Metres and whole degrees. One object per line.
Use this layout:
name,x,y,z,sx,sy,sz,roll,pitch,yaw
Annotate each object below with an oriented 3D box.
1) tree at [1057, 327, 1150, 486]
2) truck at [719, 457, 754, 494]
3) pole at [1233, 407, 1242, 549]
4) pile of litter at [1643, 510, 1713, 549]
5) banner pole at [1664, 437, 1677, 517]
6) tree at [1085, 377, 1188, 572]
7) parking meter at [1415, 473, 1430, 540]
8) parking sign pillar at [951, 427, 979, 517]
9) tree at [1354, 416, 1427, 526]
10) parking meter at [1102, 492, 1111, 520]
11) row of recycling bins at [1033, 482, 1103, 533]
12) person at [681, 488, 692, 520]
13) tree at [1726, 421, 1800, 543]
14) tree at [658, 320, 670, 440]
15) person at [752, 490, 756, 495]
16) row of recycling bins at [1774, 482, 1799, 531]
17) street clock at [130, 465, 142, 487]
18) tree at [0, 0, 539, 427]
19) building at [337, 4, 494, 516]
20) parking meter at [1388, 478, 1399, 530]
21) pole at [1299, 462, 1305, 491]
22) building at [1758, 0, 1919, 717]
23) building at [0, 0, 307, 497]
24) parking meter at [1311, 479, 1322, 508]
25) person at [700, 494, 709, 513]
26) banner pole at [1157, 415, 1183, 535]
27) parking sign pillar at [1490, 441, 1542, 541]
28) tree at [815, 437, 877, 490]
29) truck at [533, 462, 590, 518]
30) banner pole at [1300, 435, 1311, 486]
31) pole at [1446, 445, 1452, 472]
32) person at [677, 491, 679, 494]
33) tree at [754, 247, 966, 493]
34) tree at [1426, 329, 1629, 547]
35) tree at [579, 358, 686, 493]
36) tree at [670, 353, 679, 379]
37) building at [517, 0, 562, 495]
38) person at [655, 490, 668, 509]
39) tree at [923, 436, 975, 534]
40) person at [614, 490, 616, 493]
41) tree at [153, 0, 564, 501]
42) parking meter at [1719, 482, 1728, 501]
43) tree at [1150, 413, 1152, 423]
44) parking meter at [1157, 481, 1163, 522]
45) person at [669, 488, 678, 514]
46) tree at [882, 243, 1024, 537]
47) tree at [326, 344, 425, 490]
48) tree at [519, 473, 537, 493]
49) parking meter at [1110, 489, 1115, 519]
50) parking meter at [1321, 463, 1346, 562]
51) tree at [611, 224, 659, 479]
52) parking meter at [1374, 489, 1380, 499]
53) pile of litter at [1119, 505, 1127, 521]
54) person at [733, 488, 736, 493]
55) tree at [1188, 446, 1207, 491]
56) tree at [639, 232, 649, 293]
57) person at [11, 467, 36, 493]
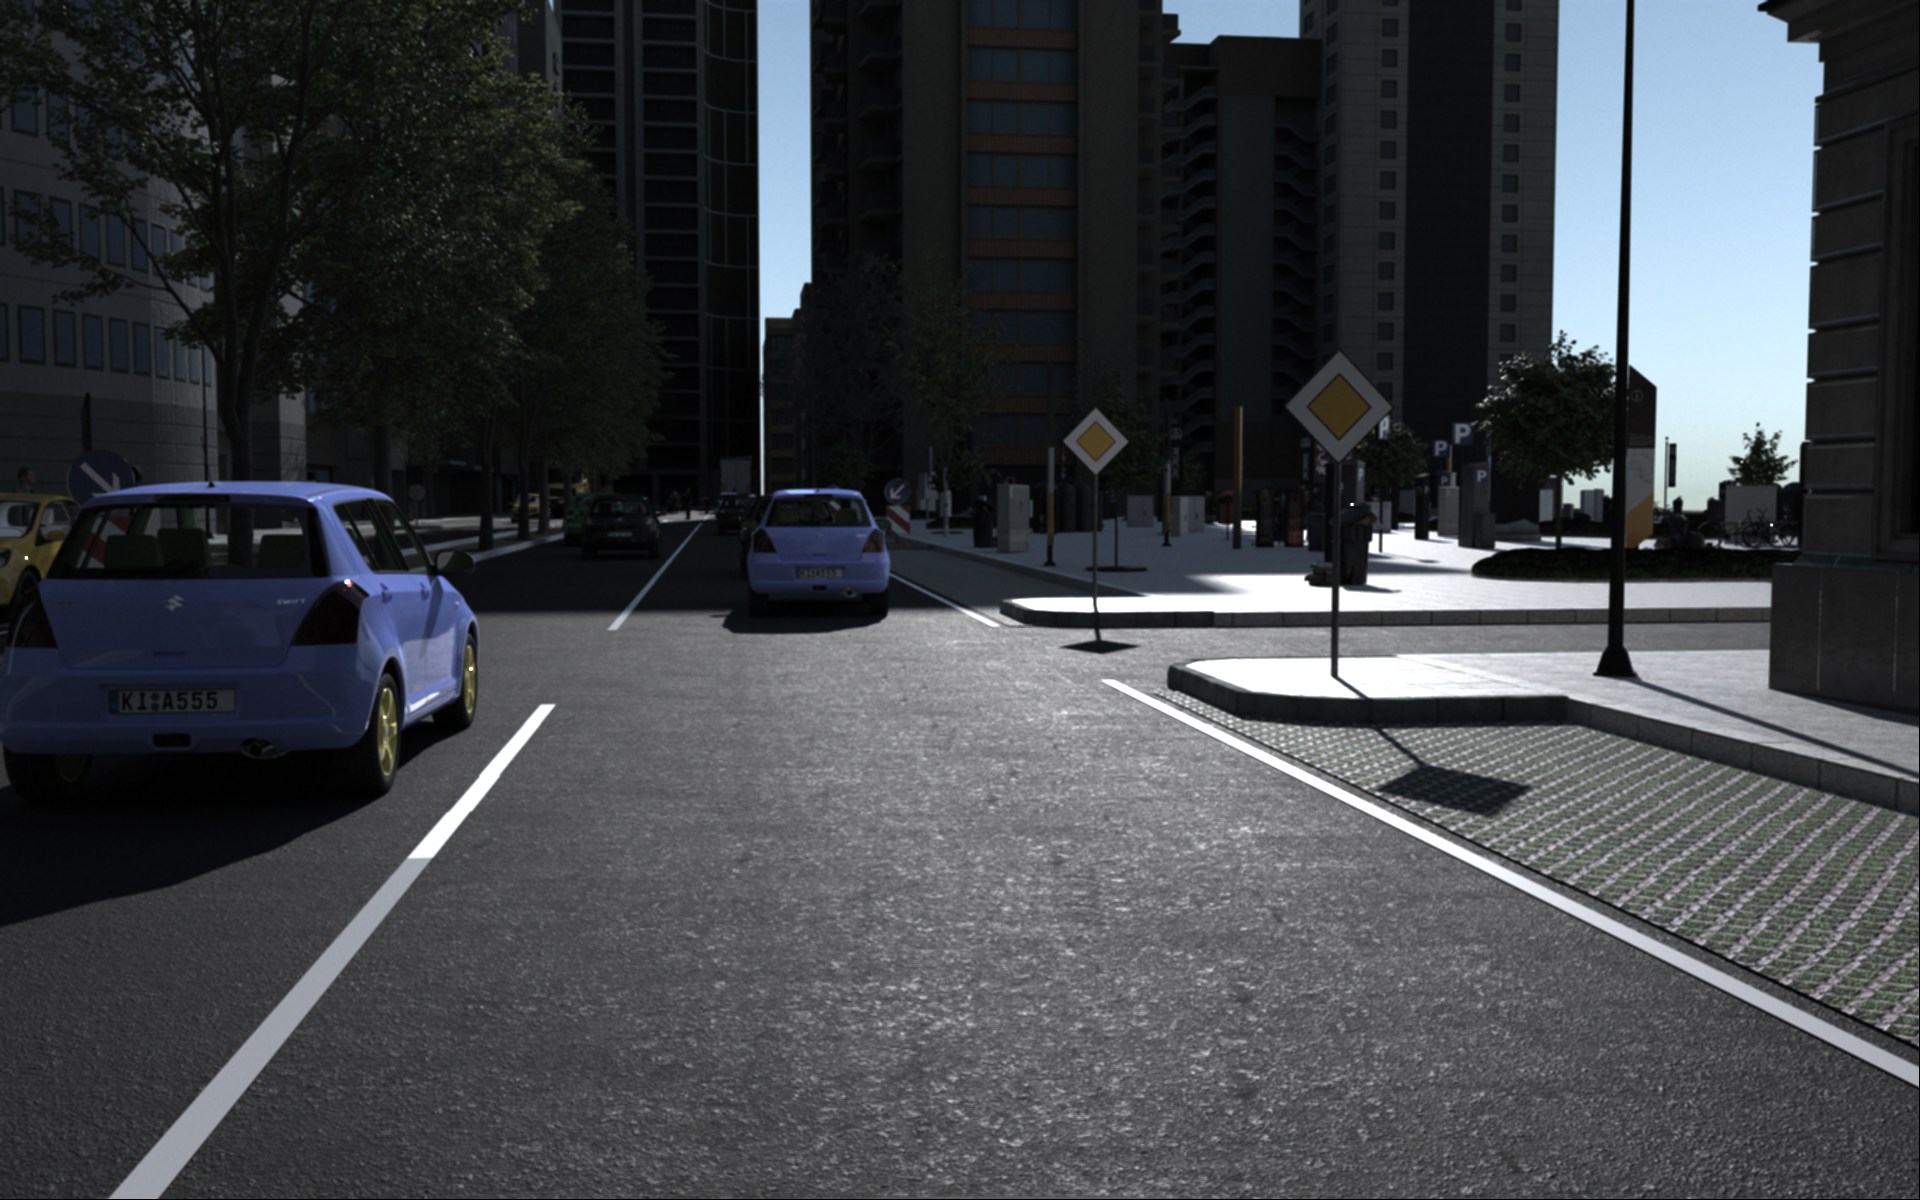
tree,6.251,-7.737,76.870,4.360,8.622,3.978,0,3,0
truck,-17.539,-8.990,135.901,2.839,4.237,11.283,0,4,-7
pole,6.482,-2.850,40.444,0.158,3.312,0.155,0,3,0
pile of litter,16.486,-1.577,39.755,1.719,0.858,1.176,3,5,44
banner pole,30.984,-5.237,75.639,0.401,3.779,0.863,-1,4,-16
tree,2.577,-2.092,28.805,1.663,3.219,1.824,0,3,0
parking meter,13.063,-2.646,48.968,0.399,1.863,0.255,-3,5,-43
parking sign pillar,0.202,-4.996,70.155,1.447,3.967,1.447,-3,4,-38
tree,17.454,-5.331,70.883,4.285,4.588,4.351,0,3,0
parking meter,7.347,-4.961,86.817,0.399,1.863,0.255,-2,4,-27
row of recycling bins,3.713,-3.148,58.587,1.069,1.692,3.534,3,4,38
person,-15.378,-5.402,97.338,0.721,1.766,1.217,-3,4,-36
tree,21.281,-3.160,46.263,1.663,3.219,1.824,0,3,0
tree,-15.807,-9.086,69.136,7.486,12.596,7.792,0,3,0
person,-20.447,-9.917,170.724,1.350,1.814,0.705,-2,4,-35
row of recycling bins,29.027,-3.214,59.669,1.069,1.692,3.534,-1,4,-19
street clock,-20.793,-2.380,43.489,0.471,2.002,0.358,0,4,-2
tree,-9.347,-5.757,22.342,9.928,11.665,9.643,0,3,0
building,-43.570,-31.411,102.816,28.713,52.752,27.495,0,4,-8
parking meter,15.601,-3.464,62.350,0.255,1.863,0.399,-1,4,-11
pole,13.018,-4.408,65.915,0.158,3.312,0.155,0,3,0
building,11.211,-8.432,2.494,10.561,19.102,19.286,0,4,-8
building,-34.215,-31.144,51.206,21.231,58.520,28.212,0,4,-8
parking meter,11.530,-3.066,55.834,0.255,1.863,0.399,-3,5,-44
person,-19.028,-7.185,129.158,0.628,1.438,0.799,0,4,-5
banner pole,6.647,-3.951,54.611,0.863,3.779,0.401,2,4,24
parking sign pillar,15.237,-3.612,47.536,1.447,3.967,1.447,1,4,16
tree,-6.298,-6.908,96.664,4.285,4.588,4.351,0,3,0
truck,-24.090,-6.780,106.770,3.469,3.379,9.791,0,4,-7
banner pole,12.939,-4.535,64.164,0.863,3.779,0.401,3,5,40
pole,20.305,-4.778,71.966,0.158,3.312,0.155,0,3,0
person,-26.227,-9.266,160.722,1.217,1.743,0.721,-2,4,-25
tree,-4.889,-10.697,85.263,12.009,13.543,11.850,0,3,0
tree,11.982,-3.115,34.649,4.285,4.588,4.351,0,3,0
tree,-17.660,-9.060,85.004,8.767,10.594,7.601,0,4,-8
tree,-16.377,-9.548,76.700,7.486,12.596,7.792,0,3,0
building,-47.054,-32.477,154.698,21.600,48.544,21.300,0,4,-8
person,-28.901,-9.743,167.814,1.348,1.821,0.705,1,4,10
tree,-0.529,-3.777,56.363,1.663,3.219,1.824,0,3,0
person,-29.865,-8.621,149.471,0.705,1.822,1.348,0,4,-7
tree,-10.655,-6.790,31.606,7.486,12.596,7.792,0,3,0
parking meter,38.062,-4.932,86.351,0.399,1.863,0.255,2,4,33
tree,8.098,-8.828,94.692,4.360,8.622,3.978,0,3,0
parking meter,9.344,-4.563,80.315,0.255,1.863,0.399,2,4,29
person,-20.408,-7.021,123.163,0.709,1.838,0.599,2,4,30
tree,-0.356,-6.141,50.765,4.737,8.622,4.395,0,3,0
tree,-25.247,-7.629,75.094,4.360,8.622,3.978,0,3,0
tree,-34.488,-8.756,137.767,1.663,3.219,1.824,0,3,0
parking meter,7.908,-4.971,89.693,0.372,1.533,0.369,0,3,0
parking meter,7.073,-1.648,32.660,0.255,1.863,0.399,3,4,38
tree,-14.962,-8.625,61.610,7.486,12.596,7.792,0,3,0
parking meter,21.000,-4.813,87.101,0.372,1.533,0.369,0,3,0
pile of litter,8.389,-4.245,83.365,1.176,0.858,1.719,-1,4,-20
person,-15.061,-6.570,115.859,1.348,1.831,0.705,-3,5,-39
tree,7.542,-3.958,59.317,1.663,3.219,1.824,0,3,0
tree,-11.690,-7.004,42.735,9.928,11.665,9.643,0,3,0
person,-13.227,-0.979,24.612,0.767,1.812,0.694,-1,4,-11
